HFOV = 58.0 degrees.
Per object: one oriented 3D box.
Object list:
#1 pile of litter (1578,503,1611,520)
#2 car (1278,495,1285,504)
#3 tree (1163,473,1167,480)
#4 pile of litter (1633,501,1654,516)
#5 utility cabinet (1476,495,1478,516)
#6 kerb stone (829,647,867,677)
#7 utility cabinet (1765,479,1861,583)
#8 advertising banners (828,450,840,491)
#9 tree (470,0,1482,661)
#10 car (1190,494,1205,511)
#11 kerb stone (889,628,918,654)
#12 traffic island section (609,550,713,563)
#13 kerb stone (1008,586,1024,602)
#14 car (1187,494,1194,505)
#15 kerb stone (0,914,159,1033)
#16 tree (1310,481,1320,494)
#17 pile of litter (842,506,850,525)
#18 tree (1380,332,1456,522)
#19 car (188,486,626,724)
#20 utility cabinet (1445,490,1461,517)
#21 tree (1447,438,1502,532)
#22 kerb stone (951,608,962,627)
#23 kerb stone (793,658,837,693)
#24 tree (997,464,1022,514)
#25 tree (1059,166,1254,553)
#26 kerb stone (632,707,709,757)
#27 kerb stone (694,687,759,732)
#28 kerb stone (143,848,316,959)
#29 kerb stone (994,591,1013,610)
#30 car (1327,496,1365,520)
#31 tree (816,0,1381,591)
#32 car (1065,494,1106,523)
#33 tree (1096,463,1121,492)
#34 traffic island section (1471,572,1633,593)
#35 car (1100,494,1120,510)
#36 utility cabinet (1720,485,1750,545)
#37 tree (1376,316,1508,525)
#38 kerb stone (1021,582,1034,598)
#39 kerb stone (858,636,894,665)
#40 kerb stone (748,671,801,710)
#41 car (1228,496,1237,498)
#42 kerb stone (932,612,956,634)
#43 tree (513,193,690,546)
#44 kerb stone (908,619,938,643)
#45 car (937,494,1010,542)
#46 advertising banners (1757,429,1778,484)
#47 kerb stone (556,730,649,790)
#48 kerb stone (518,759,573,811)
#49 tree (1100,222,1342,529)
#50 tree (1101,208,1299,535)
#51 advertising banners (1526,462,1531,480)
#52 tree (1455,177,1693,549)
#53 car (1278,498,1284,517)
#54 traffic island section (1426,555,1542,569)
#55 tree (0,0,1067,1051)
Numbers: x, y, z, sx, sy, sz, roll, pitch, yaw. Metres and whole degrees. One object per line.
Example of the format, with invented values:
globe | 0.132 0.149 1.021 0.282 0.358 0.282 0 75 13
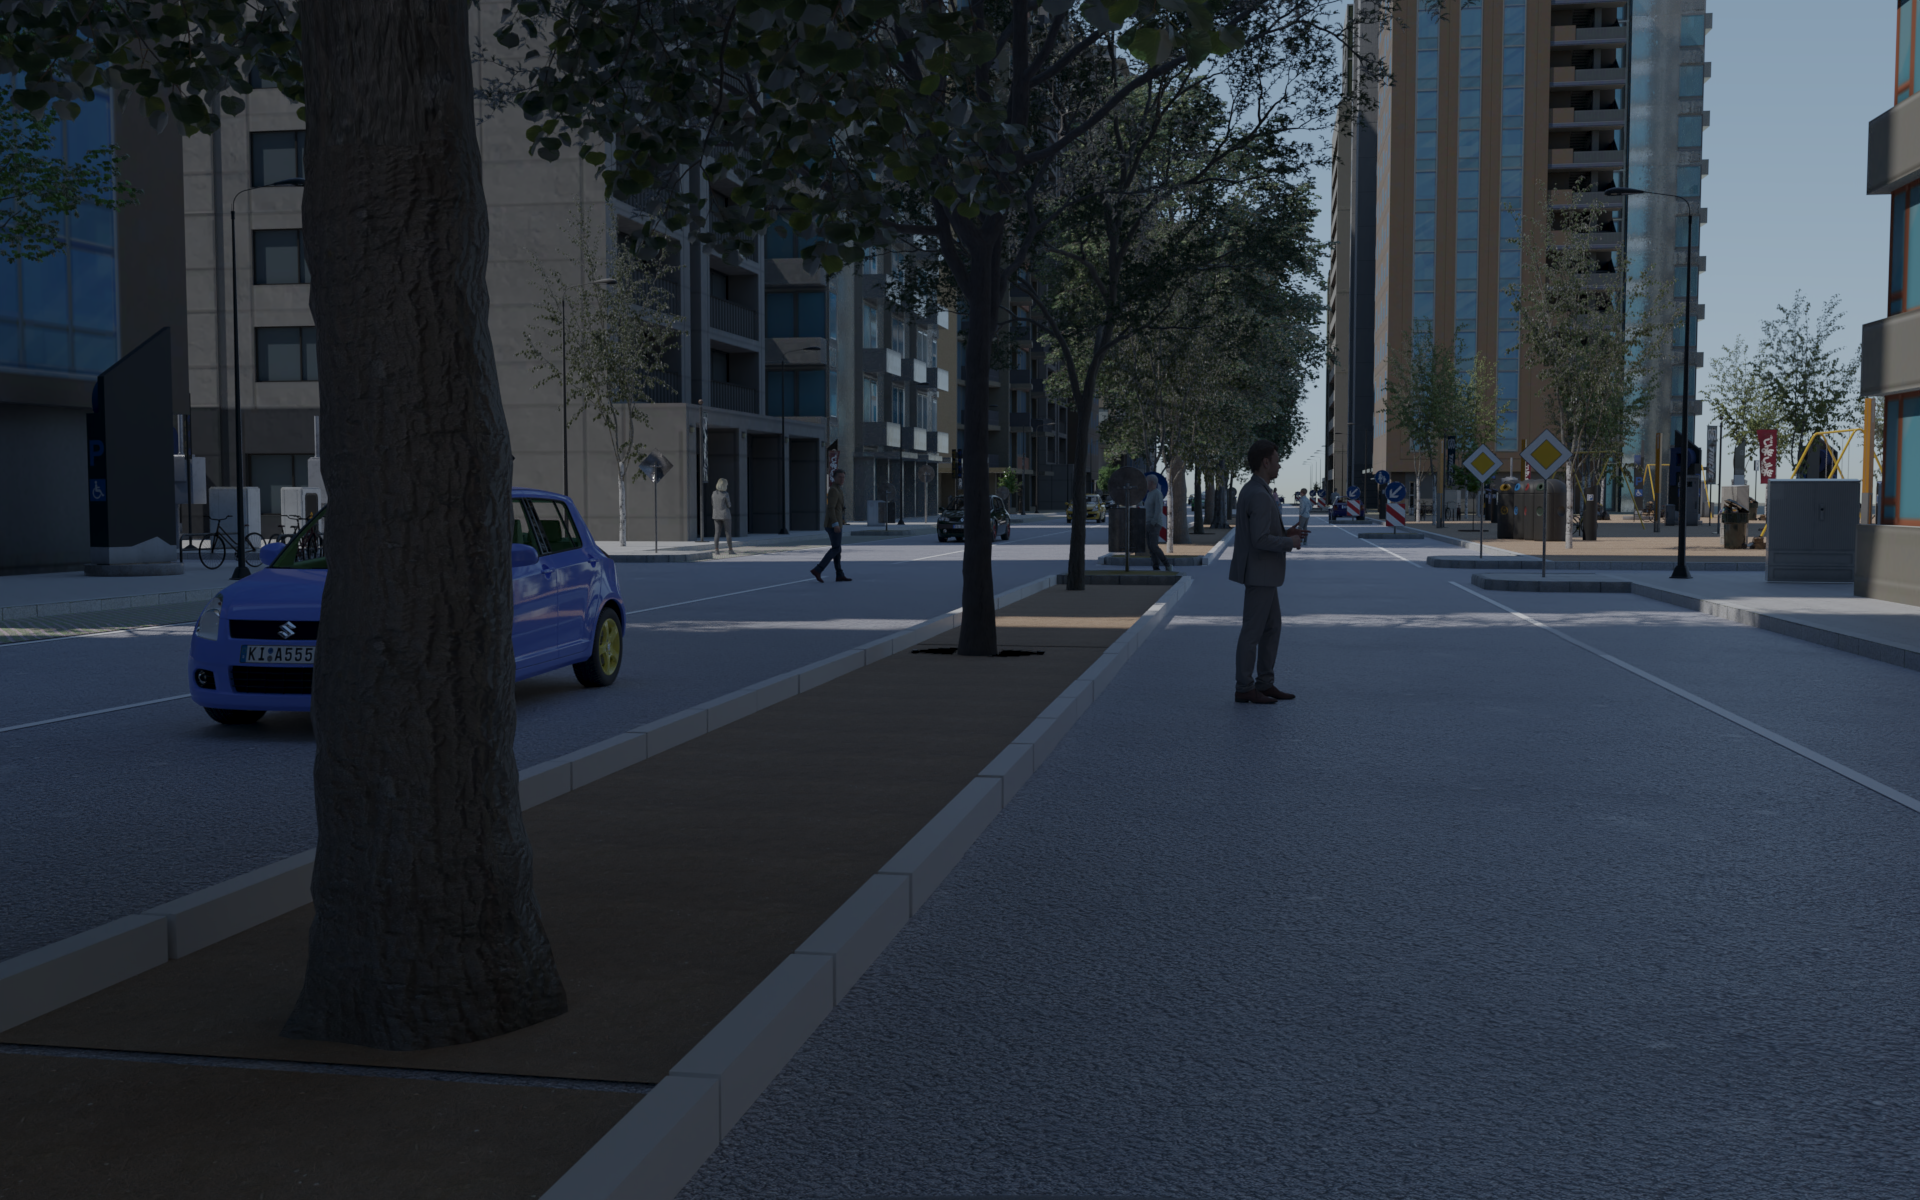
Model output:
pile of litter | 31.067 -4.329 84.742 1.719 0.858 1.176 0 4 5
car | 48.384 -15.301 262.749 1.945 1.354 3.894 1 4 10
tree | 31.562 -17.490 269.679 4.285 4.588 4.351 0 3 0
pile of litter | 40.828 -5.424 102.642 1.176 0.858 1.719 -3 5 -43
utility cabinet | 30.982 -5.642 103.405 0.306 1.237 1.020 1 4 11
kerb stone | -0.939 0.517 13.867 0.120 0.150 1.000 1 4 10
utility cabinet | 12.283 -0.996 24.957 1.173 1.500 0.318 1 4 18
advertising banners | -5.709 -4.455 69.032 2.074 3.025 0.090 -2 4 -28
tree | 0.152 -6.258 15.138 12.009 13.543 11.850 0 3 0
car | 20.257 -8.312 144.703 1.959 1.807 4.718 1 4 10
kerb stone | -0.568 0.392 15.885 0.120 0.150 1.000 1 4 10
traffic island section | -6.609 -0.936 37.581 2.009 0.180 2.903 1 4 10
kerb stone | 0.684 -0.047 22.962 0.120 0.150 1.000 1 4 10
car | 31.639 -13.681 233.477 2.009 1.686 4.222 1 4 10
kerb stone | -2.557 1.065 4.787 0.120 0.150 1.000 1 4 10
tree | 49.065 -14.952 239.065 1.663 3.219 1.824 0 3 0
pile of litter | -5.191 -3.554 72.067 1.176 0.858 1.719 -1 4 -15
tree | 20.840 -7.803 77.941 4.360 8.622 3.978 0 3 0
car | -3.627 -0.133 11.769 1.945 1.707 3.694 1 4 9
utility cabinet | 26.882 -5.262 94.708 0.318 1.500 1.173 -2 4 -25
tree | 17.498 -3.963 59.402 1.663 3.219 1.824 0 3 0
kerb stone | -0.034 0.201 18.909 0.120 0.150 1.000 1 4 10
kerb stone | -1.113 0.574 12.856 0.120 0.150 1.000 1 4 10
tree | 3.254 -7.059 110.022 1.663 3.219 1.824 0 3 0
tree | 4.170 -5.149 36.998 4.360 8.622 3.978 0 3 0
kerb stone | -1.655 0.756 9.832 0.120 0.150 1.000 1 4 10
kerb stone | -1.475 0.695 10.839 0.120 0.150 1.000 1 4 10
kerb stone | -2.366 1.004 5.798 0.120 0.150 1.000 1 4 10
kerb stone | 0.508 0.015 21.952 0.120 0.150 1.000 1 4 10
car | 20.399 -4.823 91.431 1.945 1.354 3.894 1 4 9
tree | 1.631 -5.391 25.007 8.767 10.594 7.601 1 4 10
car | 6.309 -4.669 86.568 2.015 1.641 3.980 1 4 10
tree | 17.205 -12.430 186.939 4.285 4.588 4.351 0 3 0
traffic island section | 9.013 -0.270 26.693 2.009 0.180 2.903 1 4 10
car | 11.989 -8.018 140.885 2.009 1.686 4.222 1 4 10
utility cabinet | 19.008 -2.071 42.535 0.318 1.500 1.173 0 4 7
tree | 19.291 -7.356 70.634 4.737 8.622 4.395 0 3 0
kerb stone | 0.864 -0.108 23.969 0.120 0.150 1.000 1 4 10
kerb stone | -0.750 0.452 14.875 0.120 0.150 1.000 1 4 10
kerb stone | -1.300 0.633 11.848 0.120 0.150 1.000 1 4 10
car | 32.433 -12.170 208.569 1.945 1.707 3.694 1 4 12
kerb stone | -0.219 0.263 17.900 0.120 0.150 1.000 1 4 10
tree | -8.397 -5.606 42.013 4.360 8.622 3.978 0 3 0
kerb stone | -0.391 0.324 16.892 0.120 0.150 1.000 1 4 10
car | 0.440 -2.628 52.761 2.009 1.686 4.222 1 4 11
advertising banners | 22.317 -3.056 46.155 2.074 3.025 0.090 2 4 30
kerb stone | -1.833 0.821 8.823 0.120 0.150 1.000 1 4 10
kerb stone | -2.013 0.879 7.816 0.120 0.150 1.000 1 4 10
tree | 10.706 -9.267 70.980 9.611 12.733 9.660 0 3 0
tree | 8.360 -8.127 61.087 9.928 11.665 9.643 0 3 0
advertising banners | 30.658 -5.830 91.509 2.074 3.025 0.090 3 4 37
tree | 14.361 -5.496 40.227 4.360 8.622 3.978 0 3 0
car | 18.282 -5.577 103.183 2.014 1.417 4.499 1 4 9
traffic island section | 10.414 -0.751 34.555 2.009 0.180 2.903 1 4 10
tree | -1.444 -5.817 4.222 9.857 13.997 8.962 0 3 0
